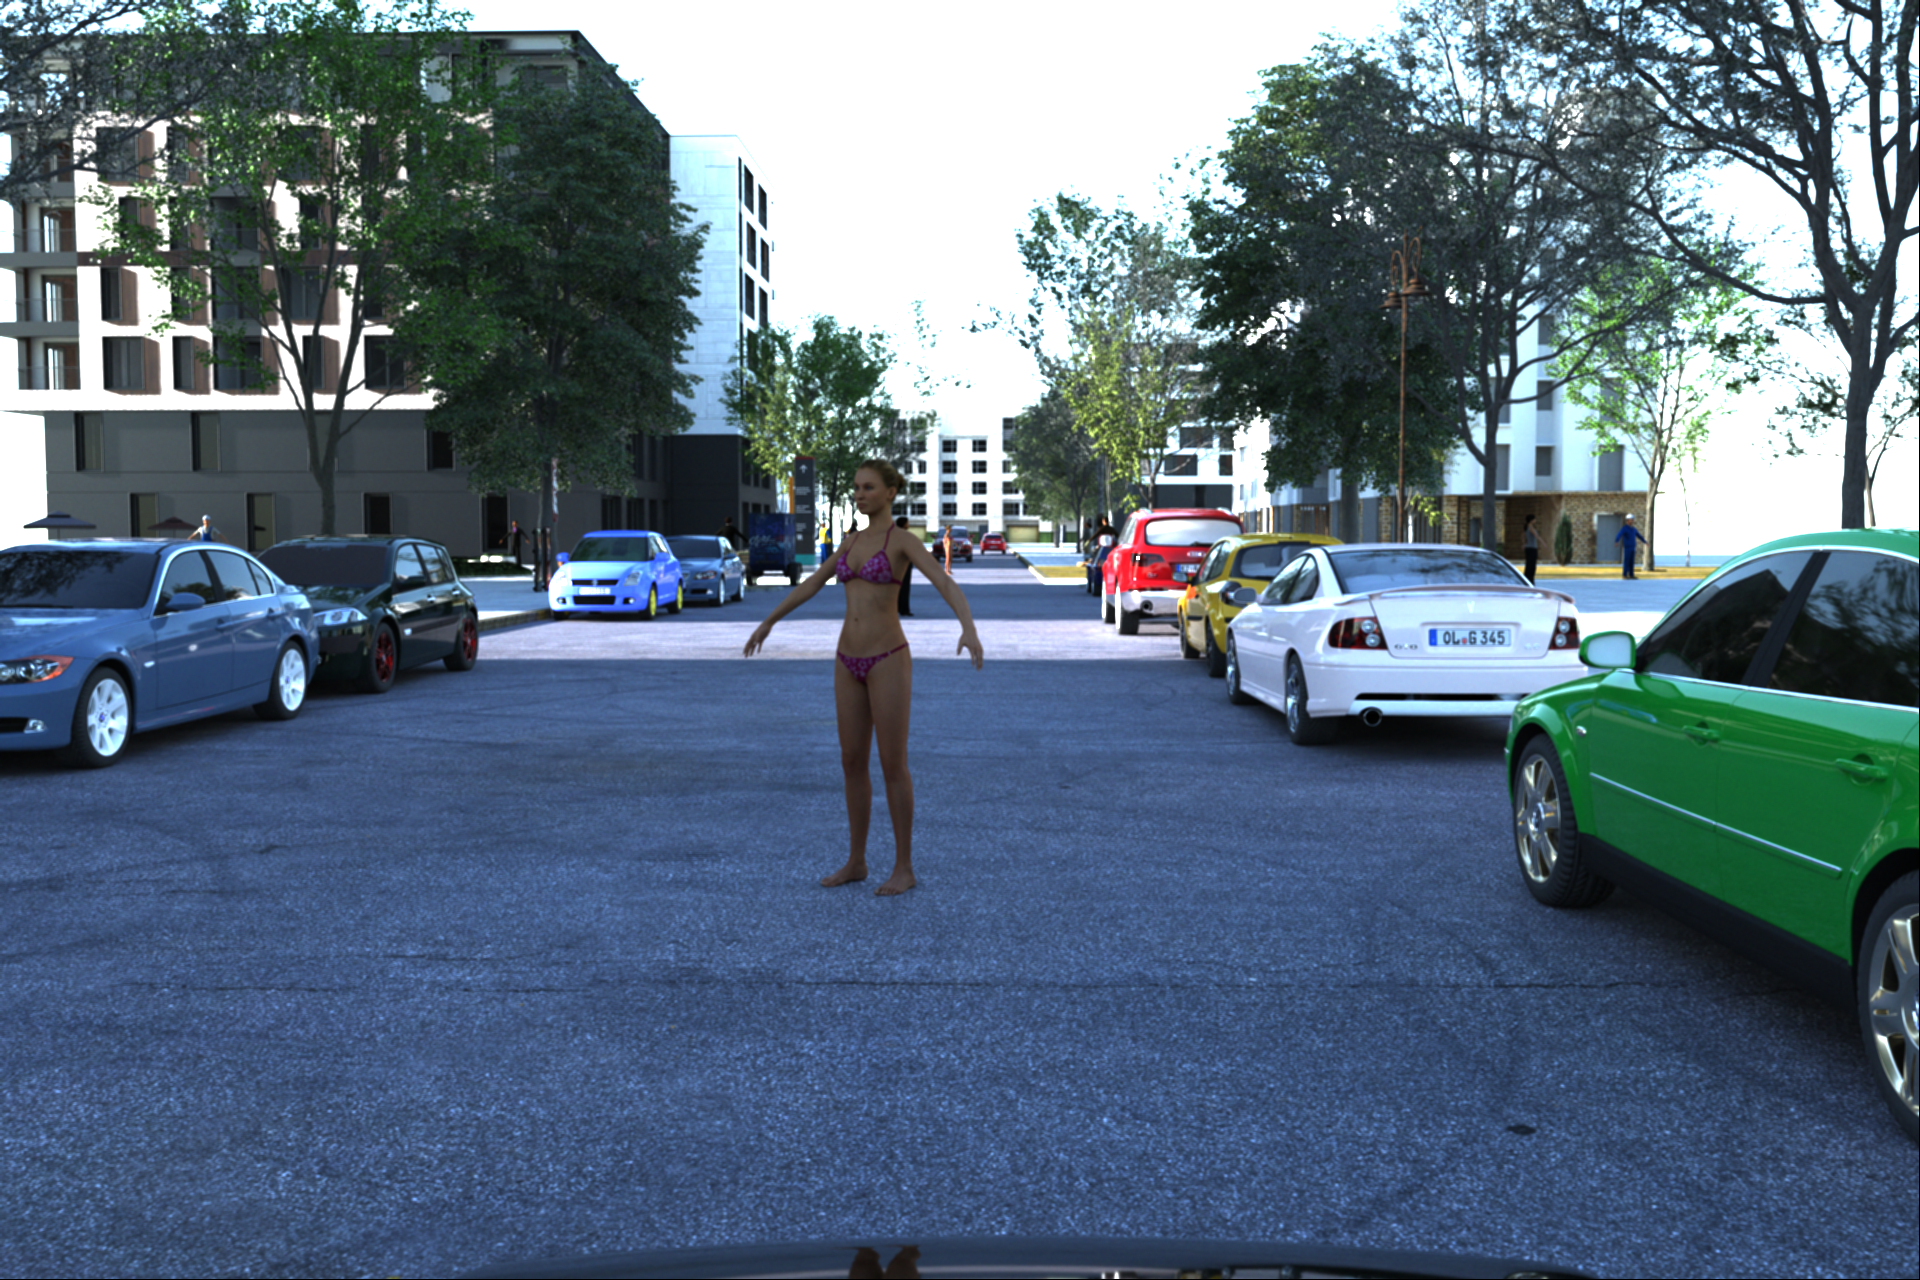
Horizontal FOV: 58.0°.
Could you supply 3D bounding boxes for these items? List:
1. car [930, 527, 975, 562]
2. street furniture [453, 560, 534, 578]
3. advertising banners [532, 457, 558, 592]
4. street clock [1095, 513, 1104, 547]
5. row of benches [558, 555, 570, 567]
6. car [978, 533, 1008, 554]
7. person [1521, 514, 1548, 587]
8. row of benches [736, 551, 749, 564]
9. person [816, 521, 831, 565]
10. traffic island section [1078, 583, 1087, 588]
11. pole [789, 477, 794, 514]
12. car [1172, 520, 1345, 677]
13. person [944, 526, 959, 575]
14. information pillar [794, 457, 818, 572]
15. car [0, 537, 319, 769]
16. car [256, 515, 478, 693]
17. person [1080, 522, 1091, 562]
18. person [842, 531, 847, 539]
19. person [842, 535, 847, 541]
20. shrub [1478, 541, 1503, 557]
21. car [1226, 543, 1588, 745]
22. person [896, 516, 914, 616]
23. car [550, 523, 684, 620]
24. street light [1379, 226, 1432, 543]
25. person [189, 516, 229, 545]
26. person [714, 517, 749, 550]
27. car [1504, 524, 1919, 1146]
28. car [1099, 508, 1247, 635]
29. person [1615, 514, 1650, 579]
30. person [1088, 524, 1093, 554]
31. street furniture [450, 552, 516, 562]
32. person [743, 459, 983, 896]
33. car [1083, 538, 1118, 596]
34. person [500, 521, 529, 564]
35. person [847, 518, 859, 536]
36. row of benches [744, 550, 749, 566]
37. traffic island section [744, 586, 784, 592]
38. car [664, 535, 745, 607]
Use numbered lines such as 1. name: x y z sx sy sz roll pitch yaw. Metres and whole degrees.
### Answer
1. car: -0.375 -4.960 89.765 2.281 1.827 5.304 0 4 1
2. street furniture: -16.749 -2.116 50.226 5.734 0.657 10.072 1 4 22
3. advertising banners: -9.303 -2.617 38.976 0.090 3.025 2.074 0 4 2
4. street clock: 4.764 -3.325 58.938 0.358 2.002 0.471 0 4 2
5. row of benches: -11.648 -2.668 59.086 4.104 0.672 1.422 -2 4 -28
6. car: 2.389 -7.075 124.714 2.155 1.783 4.494 0 4 1
7. person: 13.223 -2.024 39.903 0.721 1.737 1.217 0 4 -7
8. row of benches: -7.799 -2.981 64.196 4.104 0.672 1.422 -2 4 -30
9. person: -5.602 -3.978 71.008 0.705 1.833 1.349 -2 4 -35
10. traffic island section: 4.182 -1.449 46.552 1.991 0.108 1.994 0 4 0
11. pole: -6.031 -4.169 62.014 0.158 3.312 0.155 0 3 0
12. car: 3.358 -0.519 18.715 2.015 1.641 3.980 0 4 1
13. person: -0.310 -3.194 61.475 0.721 1.733 1.217 1 4 22
14. information pillar: -5.204 -4.212 58.248 0.750 3.857 0.750 0 4 2
15. car: -6.045 -0.008 12.131 2.014 1.417 4.499 0 4 2
16. car: -6.003 -0.429 16.809 2.009 1.686 4.222 0 4 1
17. person: 5.508 -4.247 75.709 0.705 1.796 1.348 -1 4 -11
18. person: -5.517 -4.605 84.556 0.599 1.433 0.991 0 4 -7
19. person: -5.449 -5.057 88.449 1.354 1.858 0.705 -2 4 -28
20. shrub: 17.009 -2.734 55.810 1.383 1.207 1.383 0 3 0
21. car: 3.191 -0.047 13.126 2.083 1.381 4.827 0 4 0
22. person: -0.919 -1.298 30.397 0.721 1.740 1.216 -2 4 -26
23. car: -5.901 -1.244 29.933 1.945 1.707 3.694 0 4 1
24. street light: 6.745 -3.278 26.376 0.468 5.910 1.993 0 4 1
25. person: -23.027 -2.882 52.982 1.347 1.847 0.705 0 4 -7
26. person: -6.951 -2.813 52.172 1.347 1.806 0.705 1 4 10
27. car: 3.097 0.214 5.295 1.959 1.807 4.718 0 3 0
28. car: 3.271 -1.068 26.140 2.281 1.827 5.304 0 4 1
29. person: 18.985 -2.641 49.055 1.347 1.842 0.705 -2 4 -28
30. person: 6.650 -5.073 89.135 0.705 1.806 1.347 1 4 17
31. street furniture: -19.498 -2.838 62.023 5.734 0.657 10.072 -2 4 -31
32. person: -0.391 0.141 6.960 1.217 1.733 0.721 3 4 37
33. car: 3.928 -1.745 41.116 1.945 1.354 3.894 0 4 1
34. person: -17.609 -3.816 68.619 1.346 1.802 0.704 1 4 20
35. person: -3.758 -3.442 62.062 0.705 1.856 1.354 1 4 23
36. row of benches: -9.413 -3.273 68.980 4.104 0.672 1.422 0 4 -4
37. traffic island section: -5.523 -1.289 43.945 1.991 0.108 1.994 0 4 2
38. car: -5.516 -1.443 35.602 2.014 1.417 4.499 0 4 1
